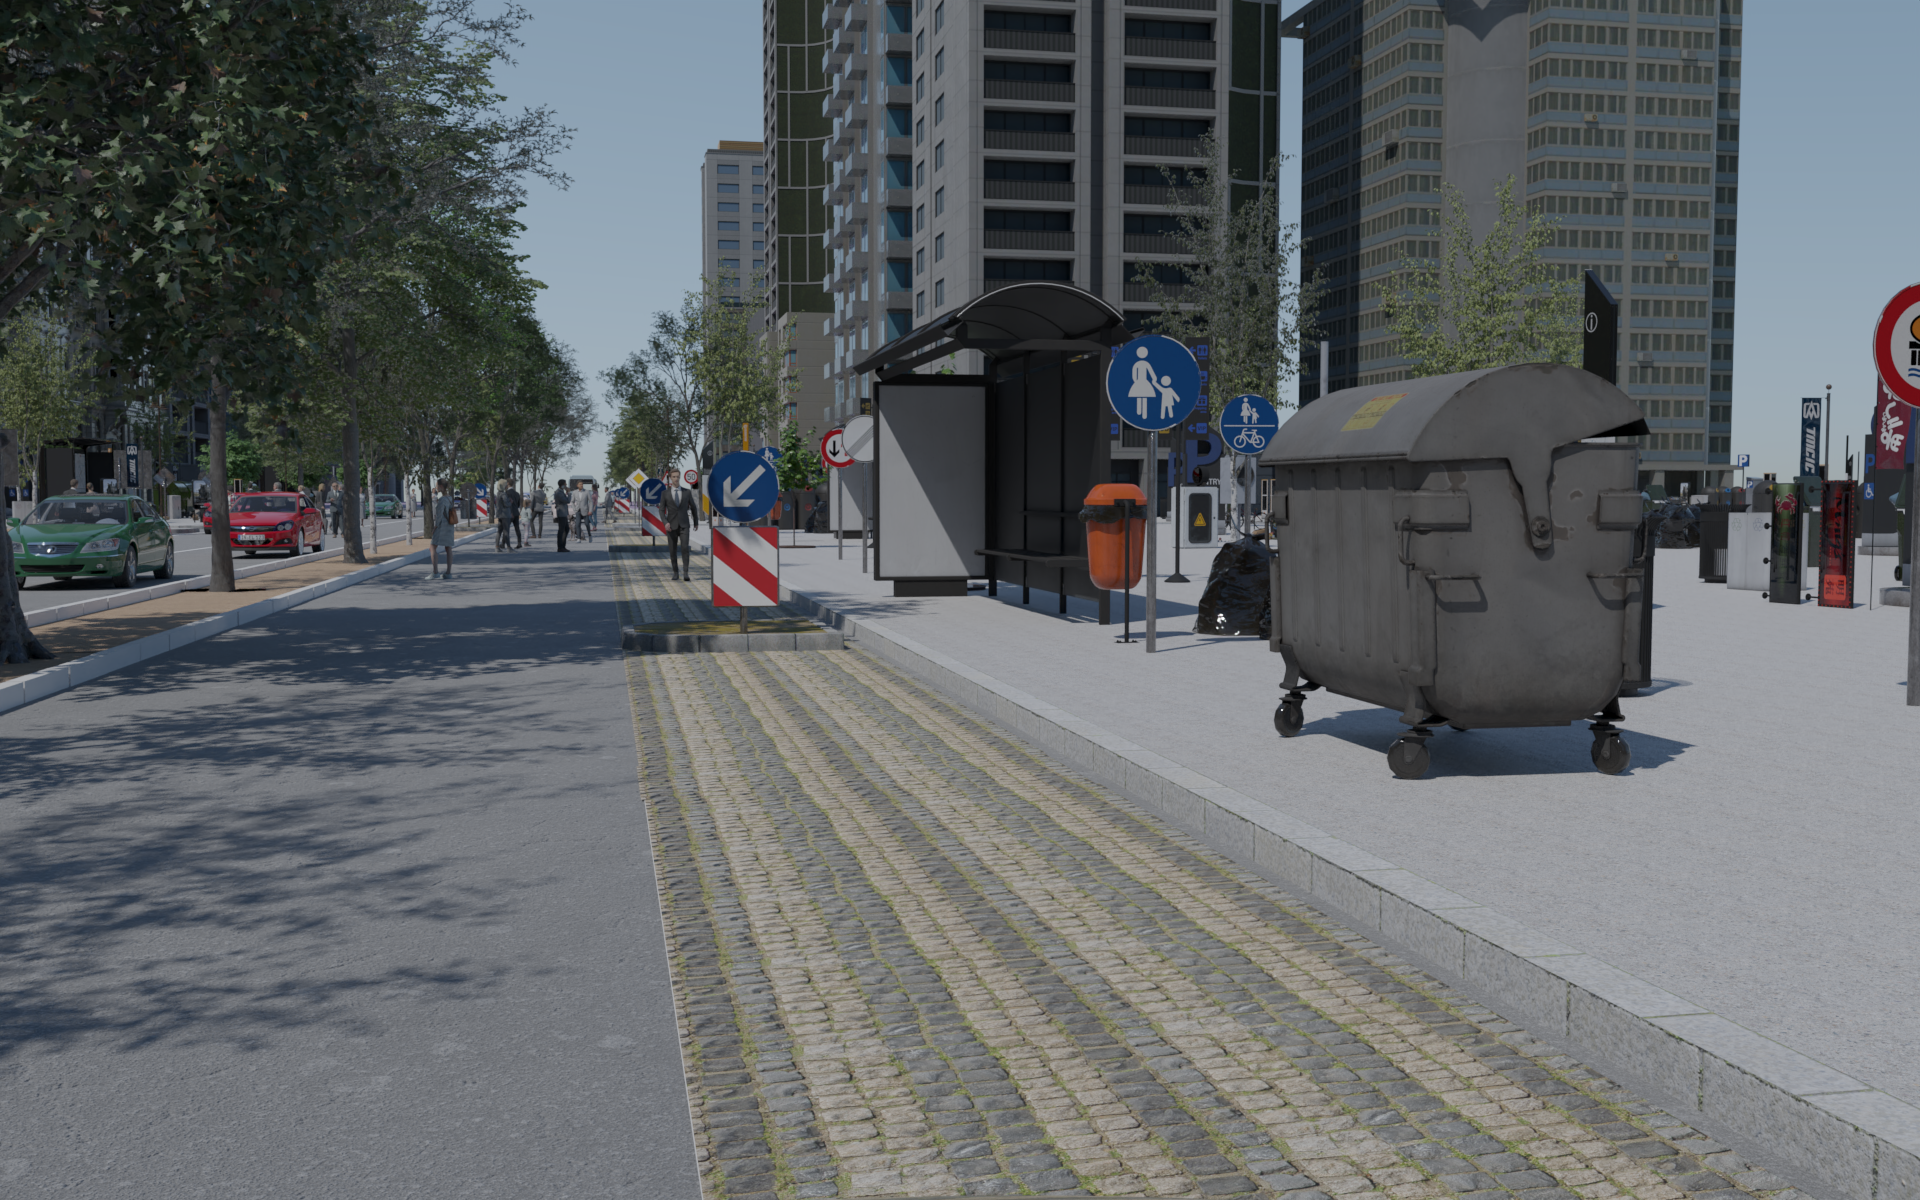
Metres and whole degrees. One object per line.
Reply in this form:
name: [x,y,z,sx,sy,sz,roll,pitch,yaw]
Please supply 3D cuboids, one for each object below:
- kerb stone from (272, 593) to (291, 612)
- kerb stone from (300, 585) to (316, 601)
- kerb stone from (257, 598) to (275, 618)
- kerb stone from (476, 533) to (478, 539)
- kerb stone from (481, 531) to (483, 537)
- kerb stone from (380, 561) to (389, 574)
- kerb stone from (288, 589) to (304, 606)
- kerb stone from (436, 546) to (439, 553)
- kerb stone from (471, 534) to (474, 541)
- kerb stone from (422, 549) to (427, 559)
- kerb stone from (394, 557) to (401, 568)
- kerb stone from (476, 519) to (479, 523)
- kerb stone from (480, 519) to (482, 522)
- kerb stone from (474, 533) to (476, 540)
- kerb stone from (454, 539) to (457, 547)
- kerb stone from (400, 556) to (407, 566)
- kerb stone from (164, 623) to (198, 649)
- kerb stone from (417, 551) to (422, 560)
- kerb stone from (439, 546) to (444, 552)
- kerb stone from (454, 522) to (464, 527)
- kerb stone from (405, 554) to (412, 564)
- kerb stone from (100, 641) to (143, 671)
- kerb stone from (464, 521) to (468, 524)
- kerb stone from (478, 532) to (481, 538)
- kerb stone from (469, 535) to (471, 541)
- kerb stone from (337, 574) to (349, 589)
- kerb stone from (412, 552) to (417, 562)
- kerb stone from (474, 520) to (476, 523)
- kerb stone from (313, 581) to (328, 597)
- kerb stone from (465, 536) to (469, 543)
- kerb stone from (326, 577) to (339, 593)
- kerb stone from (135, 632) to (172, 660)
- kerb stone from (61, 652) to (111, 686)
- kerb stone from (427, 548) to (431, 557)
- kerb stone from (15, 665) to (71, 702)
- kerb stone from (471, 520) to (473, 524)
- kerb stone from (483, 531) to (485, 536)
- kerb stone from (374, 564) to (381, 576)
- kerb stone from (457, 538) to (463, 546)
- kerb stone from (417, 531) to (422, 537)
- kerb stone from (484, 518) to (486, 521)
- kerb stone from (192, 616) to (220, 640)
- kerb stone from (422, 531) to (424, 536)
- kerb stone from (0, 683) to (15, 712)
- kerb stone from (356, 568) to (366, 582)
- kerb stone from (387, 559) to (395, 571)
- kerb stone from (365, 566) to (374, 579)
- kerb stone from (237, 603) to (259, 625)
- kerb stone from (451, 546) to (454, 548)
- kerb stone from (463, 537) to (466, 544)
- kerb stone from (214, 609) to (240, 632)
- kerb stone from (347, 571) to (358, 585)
kerb stone: [-8.448,0.050,21.382,0.120,0.150,1.000,-1,4,-12]
kerb stone: [-8.875,-0.071,23.384,0.120,0.150,1.000,-1,4,-12]
kerb stone: [-8.244,0.115,20.380,0.120,0.150,1.000,-1,4,-12]
kerb stone: [-15.330,-1.974,54.474,0.120,0.150,1.000,-1,4,-12]
kerb stone: [-15.751,-2.097,56.495,0.120,0.150,1.000,-1,4,-12]
kerb stone: [-10.531,-0.564,31.415,0.120,0.150,1.000,-1,4,-12]
kerb stone: [-8.655,-0.011,22.383,0.120,0.150,1.000,-1,4,-12]
kerb stone: [-12.624,-1.177,41.435,0.120,0.150,1.000,-1,4,-12]
kerb stone: [-14.912,-1.852,52.469,0.120,0.150,1.000,-1,4,-12]
kerb stone: [-11.996,-0.993,38.425,0.120,0.150,1.000,-1,4,-12]
kerb stone: [-10.952,-0.686,33.417,0.120,0.150,1.000,-1,4,-12]
kerb stone: [-23.758,-3.825,84.735,0.120,0.150,1.000,-1,4,-12]
kerb stone: [-24.178,-3.948,86.746,0.120,0.150,1.000,-1,4,-12]
kerb stone: [-15.121,-1.913,53.470,0.120,0.150,1.000,-1,4,-12]
kerb stone: [-13.653,-1.483,46.447,0.120,0.150,1.000,-1,4,-12]
kerb stone: [-11.162,-0.745,34.418,0.120,0.150,1.000,-1,4,-12]
kerb stone: [-7.409,0.357,16.365,0.120,0.150,1.000,-1,4,-12]
kerb stone: [-11.784,-0.931,37.422,0.120,0.150,1.000,-1,4,-12]
kerb stone: [-12.825,-1.238,42.437,0.120,0.150,1.000,-1,4,-12]
kerb stone: [-21.877,-3.271,75.674,0.120,0.150,1.000,-1,4,-12]
kerb stone: [-11.368,-0.807,35.419,0.120,0.150,1.000,-1,4,-12]
kerb stone: [-6.993,0.479,14.362,0.120,0.150,1.000,-1,4,-12]
kerb stone: [-22.292,-3.394,77.690,0.120,0.150,1.000,-1,4,-12]
kerb stone: [-15.531,-2.036,55.477,0.120,0.150,1.000,-1,4,-12]
kerb stone: [-14.699,-1.781,51.462,0.120,0.150,1.000,-1,4,-12]
kerb stone: [-9.493,-0.257,26.403,0.120,0.150,1.000,-1,4,-12]
kerb stone: [-11.579,-0.870,36.421,0.120,0.150,1.000,-1,4,-12]
kerb stone: [-23.346,-3.700,82.722,0.120,0.150,1.000,-1,4,-12]
kerb stone: [-9.077,-0.134,24.389,0.120,0.150,1.000,-1,4,-12]
kerb stone: [-14.491,-1.728,50.460,0.120,0.150,1.000,-1,4,-12]
kerb stone: [-9.280,-0.196,25.399,0.120,0.150,1.000,-1,4,-12]
kerb stone: [-7.203,0.418,15.362,0.120,0.150,1.000,-1,4,-12]
kerb stone: [-6.778,0.542,13.362,0.120,0.150,1.000,-1,4,-12]
kerb stone: [-12.198,-1.051,39.430,0.120,0.150,1.000,-1,4,-12]
kerb stone: [-6.574,0.603,12.357,0.120,0.150,1.000,-1,4,-12]
kerb stone: [-22.921,-3.579,80.712,0.120,0.150,1.000,-1,4,-12]
kerb stone: [-15.956,-2.159,57.498,0.120,0.150,1.000,-1,4,-12]
kerb stone: [-10.329,-0.502,30.410,0.120,0.150,1.000,-1,4,-12]
kerb stone: [-14.075,-1.604,48.456,0.120,0.150,1.000,-1,4,-12]
kerb stone: [-18.217,-2.193,58.058,0.120,0.150,1.000,-1,4,-12]
kerb stone: [-24.804,-4.127,89.760,0.120,0.150,1.000,-1,4,-12]
kerb stone: [-7.617,0.295,17.366,0.120,0.150,1.000,-1,4,-12]
kerb stone: [-18.430,-2.250,59.058,0.120,0.150,1.000,-1,4,-12]
kerb stone: [-6.368,0.666,11.356,0.120,0.150,1.000,-1,4,-12]
kerb stone: [-9.911,-0.380,28.409,0.120,0.150,1.000,-1,4,-12]
kerb stone: [-10.740,-0.625,32.416,0.120,0.150,1.000,-1,4,-12]
kerb stone: [-10.117,-0.441,29.410,0.120,0.150,1.000,-1,4,-12]
kerb stone: [-8.028,0.173,19.373,0.120,0.150,1.000,-1,4,-12]
kerb stone: [-13.449,-1.419,45.446,0.120,0.150,1.000,-1,4,-12]
kerb stone: [-14.287,-1.667,49.458,0.120,0.150,1.000,-1,4,-12]
kerb stone: [-7.828,0.234,18.366,0.120,0.150,1.000,-1,4,-12]
kerb stone: [-9.699,-0.317,27.409,0.120,0.150,1.000,-1,4,-12]
